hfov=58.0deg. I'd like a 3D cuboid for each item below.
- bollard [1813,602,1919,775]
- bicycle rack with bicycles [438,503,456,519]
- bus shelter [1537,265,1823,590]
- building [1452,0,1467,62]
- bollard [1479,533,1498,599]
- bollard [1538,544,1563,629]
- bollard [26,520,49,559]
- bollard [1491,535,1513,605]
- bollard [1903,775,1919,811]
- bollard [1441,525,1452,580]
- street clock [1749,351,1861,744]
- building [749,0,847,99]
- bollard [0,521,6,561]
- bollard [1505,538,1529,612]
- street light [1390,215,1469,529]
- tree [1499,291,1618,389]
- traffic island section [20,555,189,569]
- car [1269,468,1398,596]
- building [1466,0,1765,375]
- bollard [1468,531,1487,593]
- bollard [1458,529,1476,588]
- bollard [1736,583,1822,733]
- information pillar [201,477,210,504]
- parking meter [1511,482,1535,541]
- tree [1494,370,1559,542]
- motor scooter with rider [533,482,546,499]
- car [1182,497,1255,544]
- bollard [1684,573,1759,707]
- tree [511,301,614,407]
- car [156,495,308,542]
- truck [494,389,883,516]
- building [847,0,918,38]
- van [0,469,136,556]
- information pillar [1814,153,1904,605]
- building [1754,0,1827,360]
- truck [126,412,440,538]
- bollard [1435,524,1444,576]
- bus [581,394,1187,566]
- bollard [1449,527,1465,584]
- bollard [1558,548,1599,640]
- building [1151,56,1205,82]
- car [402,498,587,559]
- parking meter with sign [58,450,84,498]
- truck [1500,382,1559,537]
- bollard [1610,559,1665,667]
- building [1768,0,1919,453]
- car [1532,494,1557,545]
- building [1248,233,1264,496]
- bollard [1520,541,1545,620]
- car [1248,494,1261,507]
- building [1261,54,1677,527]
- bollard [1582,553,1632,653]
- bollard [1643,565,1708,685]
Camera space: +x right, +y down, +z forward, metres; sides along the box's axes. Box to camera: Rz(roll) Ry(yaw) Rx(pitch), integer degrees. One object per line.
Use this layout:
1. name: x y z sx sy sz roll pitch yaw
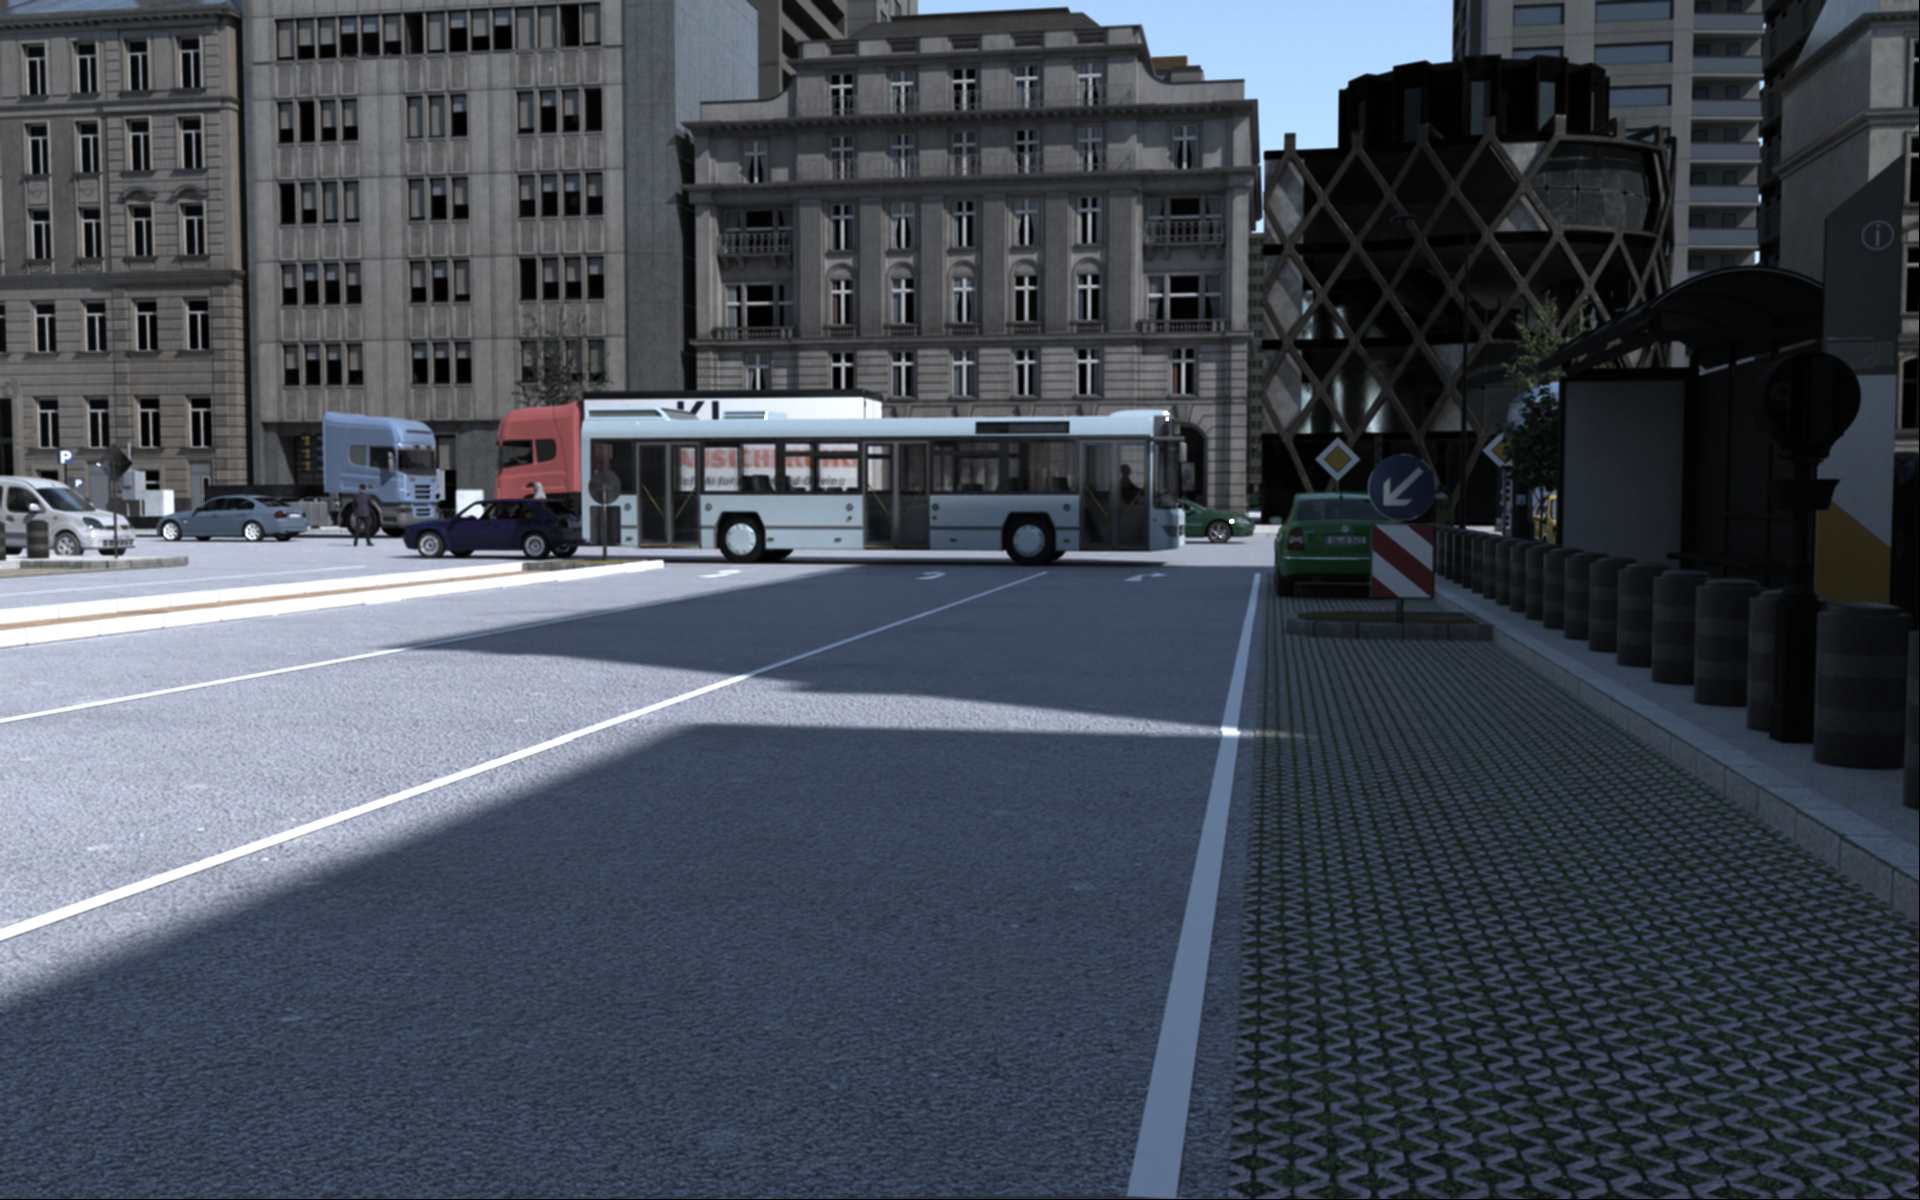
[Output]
1. bollard: 4.290 0.396 8.236 0.404 0.777 0.398 0 3 0
2. bicycle rack with bicycles: -20.711 -3.533 71.139 2.852 0.926 2.925 -2 4 -24
3. bus shelter: 7.466 -1.478 18.092 2.014 3.302 5.546 1 4 10
4. building: 54.767 -44.169 160.410 20.563 71.187 20.611 1 4 10
5. bollard: 6.642 -0.402 21.282 0.404 0.777 0.398 0 3 0
6. bollard: 5.785 -0.111 16.534 0.404 0.777 0.398 0 3 0
7. bollard: -18.445 -1.218 34.632 0.404 0.777 0.398 0 3 0
8. bollard: 6.427 -0.328 20.081 0.404 0.777 0.398 0 3 0
9. bollard: 4.078 0.469 7.053 0.404 0.777 0.398 0 3 0
10. bollard: 7.500 -0.692 26.038 0.404 0.777 0.398 0 3 0
11. street clock: 4.334 -0.267 8.938 0.471 2.002 0.358 0 4 7
12. building: -22.005 -31.633 140.907 21.300 48.544 21.600 1 4 10
13. bollard: -18.657 -1.145 33.442 0.404 0.777 0.398 0 3 0
14. bollard: 6.215 -0.256 18.898 0.404 0.777 0.398 0 3 0
15. street light: 7.847 -3.445 28.863 1.470 5.913 1.316 1 4 10
16. tree: 21.993 -6.924 63.566 4.737 8.622 4.395 0 3 0
17. traffic island section: -16.817 -0.746 34.478 2.009 0.180 2.903 1 4 10
18. car: 5.517 -1.013 25.358 1.959 1.807 4.718 1 4 9
19. building: 50.743 -36.377 136.762 21.231 58.520 28.212 1 4 10
20. bollard: 6.856 -0.475 22.477 0.404 0.777 0.398 0 3 0
21. bollard: 7.072 -0.547 23.659 0.404 0.777 0.398 0 3 0
22. bollard: 4.506 0.324 9.418 0.404 0.777 0.398 0 3 0
23. information pillar: -32.535 -4.296 74.725 0.304 2.012 0.304 -2 4 -33
24. parking meter: 9.427 -1.259 28.989 0.372 1.533 0.369 0 3 0
25. tree: 8.956 -1.935 26.232 1.663 3.219 1.824 0 3 0
26. motor scooter with rider: -11.181 -2.206 45.039 1.986 1.779 0.876 1 4 11
27. car: 6.195 -2.396 50.968 4.920 1.459 2.131 1 4 11
28. bollard: 4.717 0.252 10.601 0.404 0.777 0.398 0 3 0
29. tree: -15.483 -7.142 67.131 4.360 8.622 3.978 0 3 0
30. car: -22.197 -2.494 52.777 4.499 1.417 2.014 1 4 11
31. truck: -7.877 -3.623 48.152 11.283 4.237 2.839 1 4 9
32. building: -15.886 -44.947 173.132 20.611 71.187 20.563 1 4 10
33. van: -20.418 -1.918 38.366 4.112 2.044 2.013 1 4 11
34. information pillar: 6.282 -1.269 12.098 0.504 3.616 0.183 1 4 19
35. building: 84.087 -34.432 152.195 27.495 52.752 28.713 1 4 10
36. truck: -26.131 -4.213 58.638 18.799 4.110 2.967 1 4 11
37. bollard: 7.711 -0.765 27.221 0.404 0.777 0.398 0 3 0
38. bus: -1.161 -2.517 36.021 13.247 3.499 2.948 1 4 11
39. bollard: 7.284 -0.620 24.849 0.404 0.777 0.398 0 3 0
40. bollard: 5.569 -0.038 15.338 0.404 0.777 0.398 0 3 0
41. building: 19.395 -42.599 238.499 28.212 58.520 21.231 1 4 10
42. car: -10.444 -1.615 38.980 3.894 1.354 1.945 1 4 10
43. parking meter with sign: -35.028 -4.420 68.535 1.738 3.016 0.543 3 5 41
44. truck: 20.955 -2.939 37.811 18.799 4.110 2.967 1 4 10
45. bollard: 5.141 0.107 12.972 0.404 0.777 0.398 0 3 0
46. building: 52.408 -15.266 68.680 34.723 24.649 14.460 1 4 10
47. car: 12.353 -1.490 34.591 2.015 1.641 3.980 1 4 9
48. building: 46.132 -33.540 240.256 23.993 40.220 32.217 1 4 10
49. bollard: 6.000 -0.183 17.716 0.404 0.777 0.398 0 3 0
50. car: 27.307 -9.233 159.758 1.959 1.807 4.718 1 4 10
51. building: 21.738 -12.724 75.491 16.811 18.784 16.820 1 4 10
52. bollard: 5.357 0.034 14.155 0.404 0.777 0.398 0 3 0
53. bollard: 4.930 0.179 11.789 0.404 0.777 0.398 0 3 0
